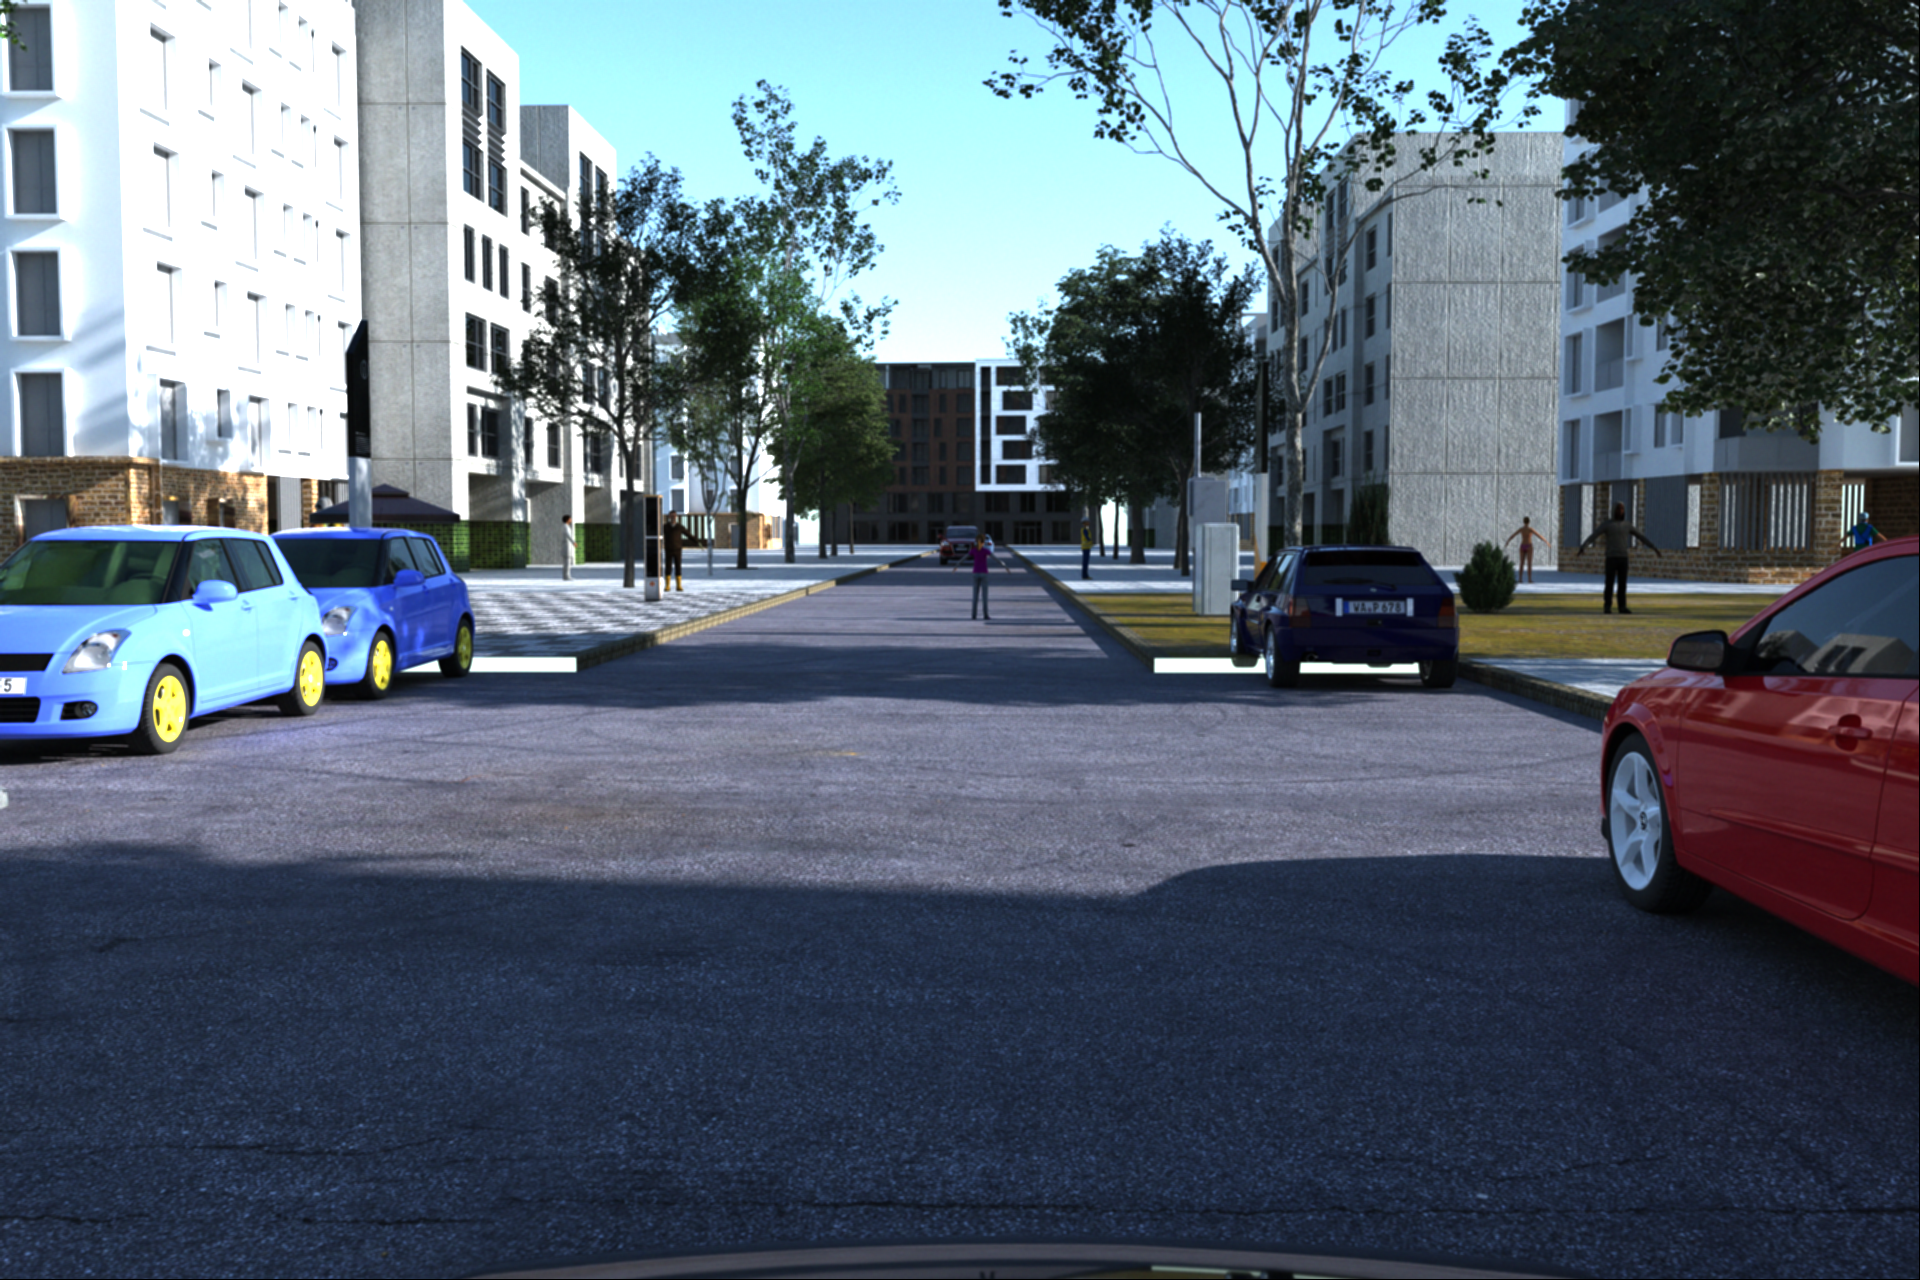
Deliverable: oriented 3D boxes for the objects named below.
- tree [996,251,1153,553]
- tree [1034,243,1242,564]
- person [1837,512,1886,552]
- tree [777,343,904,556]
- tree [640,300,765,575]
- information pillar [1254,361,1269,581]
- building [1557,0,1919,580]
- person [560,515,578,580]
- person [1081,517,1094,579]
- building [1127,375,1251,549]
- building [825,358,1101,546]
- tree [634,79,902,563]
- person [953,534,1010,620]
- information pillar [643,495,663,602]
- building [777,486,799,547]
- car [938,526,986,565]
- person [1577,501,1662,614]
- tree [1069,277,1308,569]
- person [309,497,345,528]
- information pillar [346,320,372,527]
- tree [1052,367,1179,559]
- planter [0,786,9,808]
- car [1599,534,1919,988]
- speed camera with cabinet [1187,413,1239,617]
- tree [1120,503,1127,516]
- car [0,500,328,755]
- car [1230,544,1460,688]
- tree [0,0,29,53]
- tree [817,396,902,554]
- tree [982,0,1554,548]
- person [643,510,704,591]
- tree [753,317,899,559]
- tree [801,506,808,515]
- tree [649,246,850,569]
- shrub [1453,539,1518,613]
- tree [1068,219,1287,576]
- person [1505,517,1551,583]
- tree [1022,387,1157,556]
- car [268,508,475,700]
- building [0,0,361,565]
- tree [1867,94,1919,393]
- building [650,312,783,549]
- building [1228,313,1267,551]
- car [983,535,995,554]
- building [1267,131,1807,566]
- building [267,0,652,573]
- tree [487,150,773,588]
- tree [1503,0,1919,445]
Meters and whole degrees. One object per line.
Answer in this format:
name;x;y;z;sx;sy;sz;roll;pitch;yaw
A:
tree;8.564;-16.026;117.918;12.611;20.169;13.585;0;3;0
tree;7.633;-10.284;74.805;9.857;13.997;8.962;0;3;0
person;22.284;-2.238;42.715;0.704;1.817;1.347;-3;5;-39
tree;-7.032;-11.230;101.735;7.486;12.596;7.792;0;3;0
tree;-7.719;-6.327;53.802;4.360;8.622;3.978;0;3;0
information pillar;4.135;-1.982;23.759;0.183;3.616;0.504;0;4;-1
building;25.302;-12.239;56.531;16.016;20.090;11.380;0;4;1
person;-10.864;-2.558;48.012;0.705;1.806;1.347;-2;4;-25
person;3.646;-2.604;49.047;0.721;1.772;1.216;0;4;-3
building;25.612;-18.277;165.288;16.747;18.905;31.486;0;4;1
building;1.001;-22.532;214.832;32.646;21.610;27.936;0;4;6
tree;-8.560;-13.419;75.287;12.611;20.169;13.585;0;3;0
person;0.354;-1.062;29.080;0.991;1.433;0.599;1;4;12
information pillar;-5.843;-1.745;33.026;0.304;2.012;0.304;0;4;3
building;-21.429;-14.732;183.016;9.099;9.664;28.070;0;4;0
car;0.094;-4.479;81.910;2.281;1.827;5.304;0;4;1
person;10.599;-1.333;27.918;1.348;1.813;0.705;0;3;0
tree;8.084;-7.870;63.086;8.767;10.594;7.601;-1;4;-18
person;-9.814;-1.283;26.753;0.705;1.858;1.354;2;4;30
information pillar;-6.510;-1.679;18.809;0.183;3.616;0.504;0;4;1
tree;8.238;-9.396;88.035;7.601;10.594;8.767;-2;4;-27
planter;-6.008;0.764;8.643;1.991;0.319;1.994;0;4;1
car;3.428;0.230;5.284;2.155;1.783;4.494;0;4;1
speed camera with cabinet;4.044;-2.036;27.629;0.660;3.252;2.038;0;4;1
tree;23.037;-16.909;210.869;7.601;10.594;8.767;0;4;3
car;-5.955;-0.170;12.375;1.945;1.707;3.694;0;4;1
car;3.778;-0.301;17.501;1.945;1.354;3.894;0;4;1
tree;-11.999;-5.467;15.136;9.928;11.665;9.643;0;3;0
tree;-7.313;-10.860;111.981;7.601;10.594;8.767;-2;4;-32
tree;6.376;-11.098;37.342;12.611;20.169;13.585;0;3;0
person;-6.426;-1.998;38.803;1.346;1.812;0.704;-1;4;-13
tree;-7.058;-10.523;90.180;7.486;12.596;7.792;0;3;0
tree;-21.192;-16.774;208.669;7.601;10.594;8.767;0;4;0
tree;-7.889;-8.388;62.905;9.928;11.665;9.643;0;3;0
shrub;8.530;-1.038;28.095;1.383;1.207;1.383;0;3;0
tree;6.578;-7.218;52.431;7.601;10.594;8.767;-2;4;-31
person;14.840;-2.355;45.309;1.217;1.733;0.721;3;4;39
tree;8.064;-10.087;99.332;8.767;10.594;7.601;-1;4;-23
car;-5.811;-0.398;16.103;1.945;1.707;3.694;0;4;1
building;-24.395;-11.373;42.361;16.016;20.090;11.380;0;4;2
tree;16.827;-4.793;28.721;4.737;8.622;4.395;0;3;0
building;-21.773;-17.840;148.111;16.016;20.090;11.380;0;4;2
building;27.755;-17.640;144.838;16.016;20.090;11.380;0;4;1
car;1.256;-6.021;110.444;2.014;1.417;4.499;0;4;0
building;25.913;-13.359;84.870;16.747;18.905;31.486;0;4;1
building;-24.439;-12.569;71.968;16.747;18.905;31.486;0;4;2
tree;-7.688;-6.546;41.436;8.767;10.594;7.601;3;5;42
tree;9.850;-6.686;15.973;9.857;13.997;8.962;0;3;0
